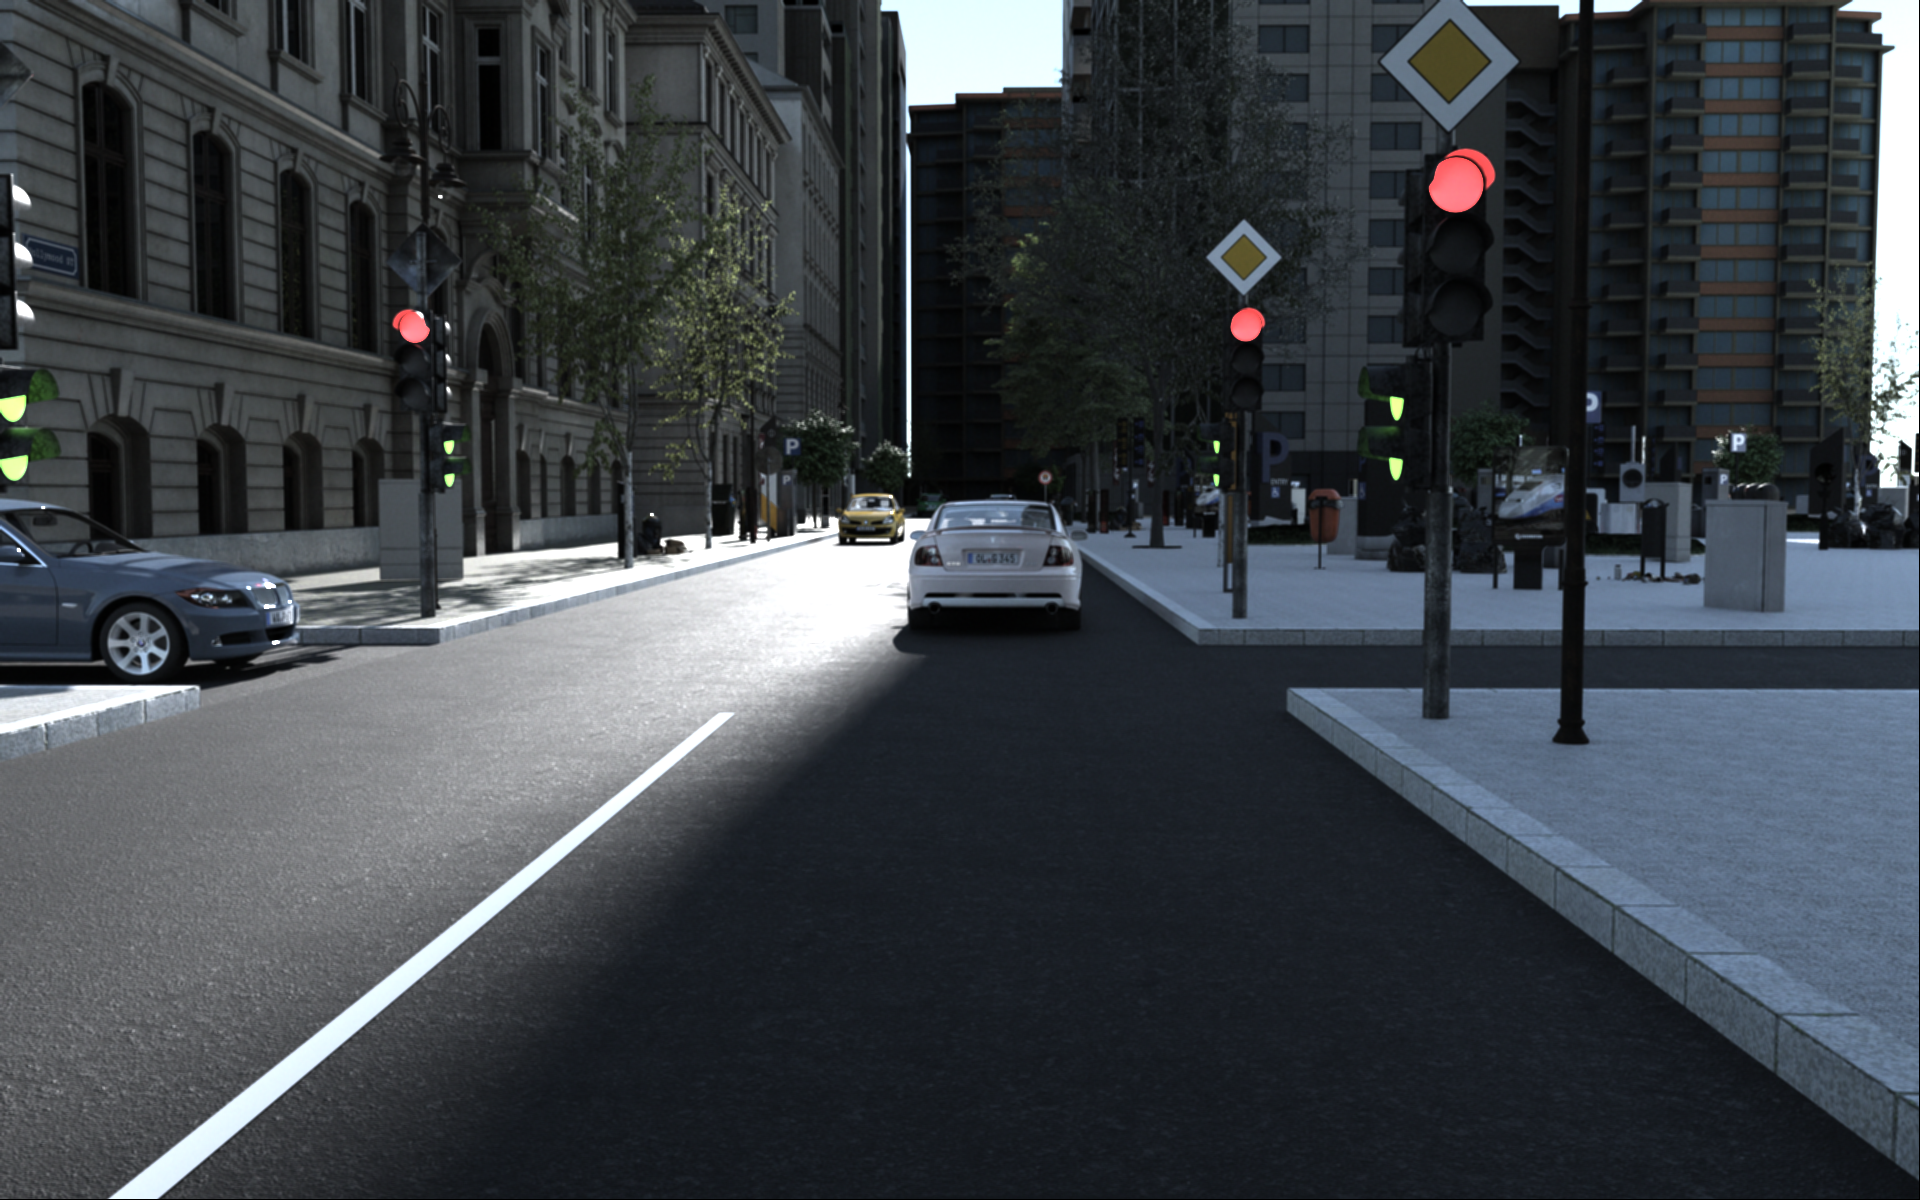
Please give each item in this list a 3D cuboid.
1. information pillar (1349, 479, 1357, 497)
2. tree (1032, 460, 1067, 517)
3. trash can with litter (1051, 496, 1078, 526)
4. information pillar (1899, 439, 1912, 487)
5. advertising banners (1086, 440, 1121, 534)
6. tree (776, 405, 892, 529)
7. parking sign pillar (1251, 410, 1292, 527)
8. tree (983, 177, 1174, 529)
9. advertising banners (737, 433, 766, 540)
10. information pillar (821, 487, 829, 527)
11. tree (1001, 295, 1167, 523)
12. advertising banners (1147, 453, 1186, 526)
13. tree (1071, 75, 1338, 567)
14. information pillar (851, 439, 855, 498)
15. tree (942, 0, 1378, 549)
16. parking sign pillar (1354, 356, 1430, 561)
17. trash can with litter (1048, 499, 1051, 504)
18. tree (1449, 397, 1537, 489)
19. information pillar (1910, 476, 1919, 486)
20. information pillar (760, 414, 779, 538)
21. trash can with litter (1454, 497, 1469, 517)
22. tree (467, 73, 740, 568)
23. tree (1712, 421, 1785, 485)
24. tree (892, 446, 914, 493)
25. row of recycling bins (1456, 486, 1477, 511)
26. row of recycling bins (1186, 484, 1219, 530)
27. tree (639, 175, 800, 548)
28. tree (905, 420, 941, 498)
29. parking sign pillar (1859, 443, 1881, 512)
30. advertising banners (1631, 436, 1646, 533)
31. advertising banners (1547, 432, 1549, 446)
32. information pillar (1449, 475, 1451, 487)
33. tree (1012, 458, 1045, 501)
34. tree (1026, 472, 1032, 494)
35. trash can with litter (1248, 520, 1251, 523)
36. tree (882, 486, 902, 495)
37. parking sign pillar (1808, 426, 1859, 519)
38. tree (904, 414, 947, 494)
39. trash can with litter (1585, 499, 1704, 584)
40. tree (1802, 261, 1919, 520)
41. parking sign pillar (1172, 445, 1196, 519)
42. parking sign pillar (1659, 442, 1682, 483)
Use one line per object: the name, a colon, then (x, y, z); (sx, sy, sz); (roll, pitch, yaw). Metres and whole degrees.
information pillar: (19.519, -4.989, 86.057); (0.304, 2.012, 0.304); (-3, 5, -43)
tree: (5.309, -6.284, 97.346); (1.663, 3.219, 1.824); (0, 3, 0)
trash can with litter: (4.260, -3.557, 69.542); (0.624, 1.170, 1.055); (2, 4, 25)
information pillar: (40.349, -5.053, 73.973); (0.504, 3.616, 0.183); (1, 4, 20)
advertising banners: (4.700, -3.689, 56.509); (0.090, 3.025, 2.074); (-2, 4, -28)
tree: (-5.273, -4.908, 63.961); (4.285, 4.588, 4.351); (0, 3, 0)
parking sign pillar: (9.815, -4.044, 54.590); (1.447, 3.967, 1.447); (-2, 4, -30)
tree: (4.527, -8.842, 62.688); (7.486, 12.596, 7.792); (0, 3, 0)
advertising banners: (-5.892, -3.243, 49.214); (0.090, 3.025, 2.074); (1, 4, 15)
information pillar: (-5.237, -3.833, 67.169); (0.304, 2.012, 0.304); (-1, 4, -13)
tree: (5.261, -8.665, 76.080); (8.767, 10.594, 7.601); (3, 4, 38)
advertising banners: (8.294, -4.512, 69.952); (0.090, 3.025, 2.074); (-3, 5, -44)
tree: (4.407, -4.890, 30.315); (4.360, 8.622, 3.978); (0, 3, 0)
information pillar: (-4.552, -5.034, 73.661); (0.183, 3.616, 0.504); (0, 4, 8)
tree: (4.730, -7.965, 40.593); (12.009, 13.543, 11.850); (0, 3, 0)
parking sign pillar: (8.494, -2.781, 33.940); (1.447, 3.967, 1.447); (-1, 4, -11)
trash can with litter: (4.655, -4.767, 89.324); (0.624, 1.170, 1.055); (-3, 4, -37)
tree: (17.814, -4.594, 58.823); (4.285, 4.588, 4.351); (0, 3, 0)
information pillar: (38.085, -3.949, 69.053); (0.304, 2.012, 0.304); (-1, 4, -11)
information pillar: (-5.617, -3.643, 50.920); (0.504, 3.616, 0.183); (-2, 4, -27)
trash can with litter: (20.186, -3.558, 69.555); (0.624, 1.170, 1.055); (0, 4, 8)
tree: (-5.983, -4.857, 29.775); (4.737, 8.622, 4.395); (0, 3, 0)
tree: (35.639, -5.794, 78.453); (4.285, 4.588, 4.351); (0, 3, 0)
tree: (-4.232, -7.259, 102.392); (4.285, 4.588, 4.351); (0, 3, 0)
row of recycling bins: (23.734, -4.680, 83.636); (3.534, 1.692, 1.069); (0, 4, -2)
row of recycling bins: (9.188, -3.446, 63.451); (1.069, 1.692, 3.534); (-1, 4, -11)
tree: (-5.910, -5.538, 40.906); (4.360, 8.622, 3.978); (0, 3, 0)
tree: (-3.863, -13.469, 170.578); (4.360, 8.622, 3.978); (0, 3, 0)
parking sign pillar: (45.096, -5.976, 86.178); (1.447, 3.967, 1.447); (-1, 4, -14)
advertising banners: (20.257, -3.398, 51.745); (0.090, 3.025, 2.074); (2, 4, 32)
advertising banners: (16.790, -3.268, 49.622); (0.090, 3.025, 2.074); (1, 4, 17)
information pillar: (18.546, -3.767, 66.077); (0.304, 2.012, 0.304); (0, 4, 8)
tree: (6.334, -10.570, 156.529); (4.285, 4.588, 4.351); (0, 3, 0)
tree: (6.131, -9.526, 150.358); (1.663, 3.219, 1.824); (0, 3, 0)
trash can with litter: (12.697, -3.965, 75.882); (2.233, 1.210, 1.678); (1, 4, 20)
tree: (-4.484, -7.290, 113.793); (1.663, 3.219, 1.824); (0, 3, 0)
parking sign pillar: (34.791, -4.951, 69.423); (1.447, 3.967, 1.447); (-3, 4, -39)
tree: (-3.127, -12.724, 158.399); (4.737, 8.622, 4.395); (0, 3, 0)
trash can with litter: (10.288, -0.874, 25.354); (1.678, 1.210, 2.233); (-1, 4, -12)
tree: (28.423, -6.363, 54.397); (4.360, 8.622, 3.978); (0, 3, 0)
parking sign pillar: (11.879, -6.268, 90.949); (1.447, 3.967, 1.447); (-2, 4, -25)
parking sign pillar: (37.259, -6.261, 90.845); (1.447, 3.967, 1.447); (-1, 4, -12)
